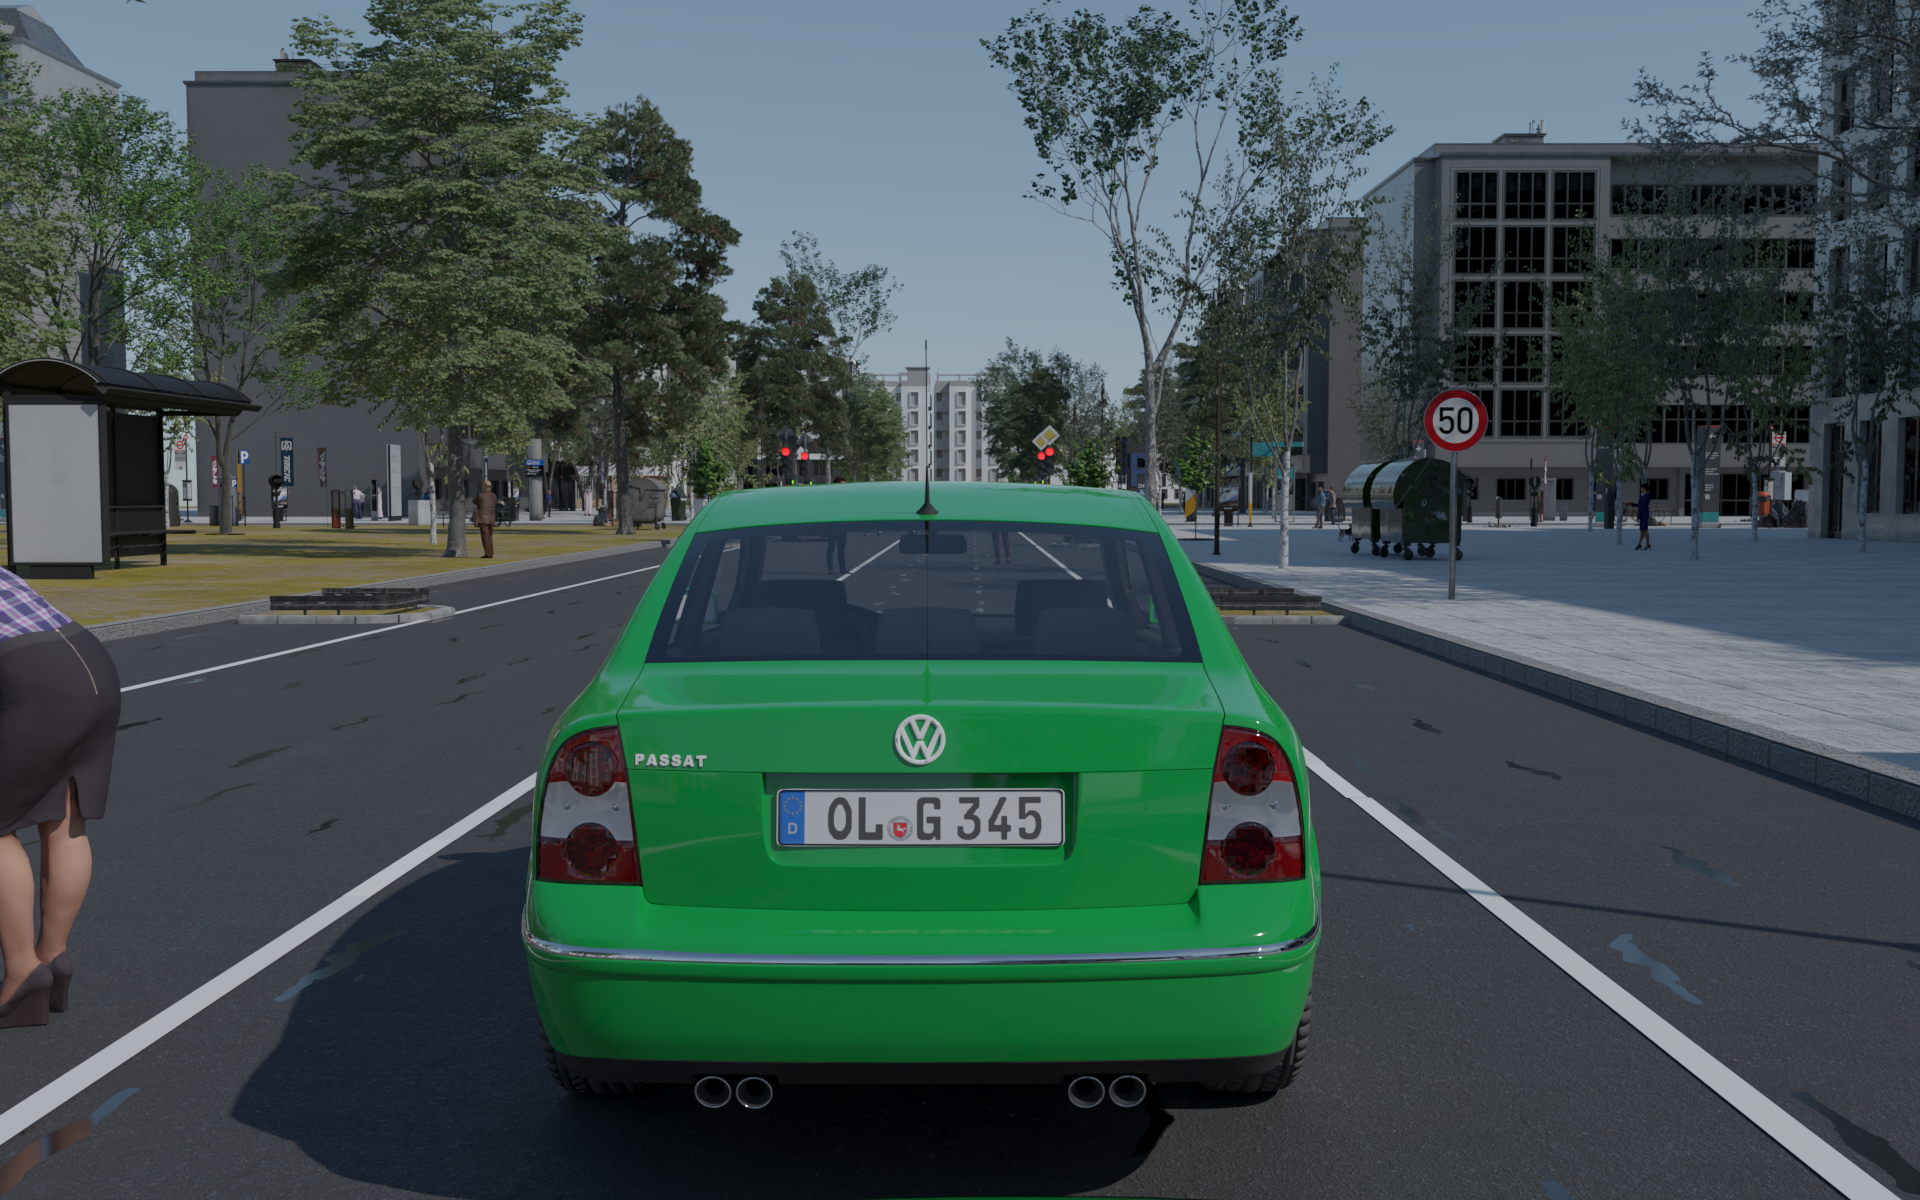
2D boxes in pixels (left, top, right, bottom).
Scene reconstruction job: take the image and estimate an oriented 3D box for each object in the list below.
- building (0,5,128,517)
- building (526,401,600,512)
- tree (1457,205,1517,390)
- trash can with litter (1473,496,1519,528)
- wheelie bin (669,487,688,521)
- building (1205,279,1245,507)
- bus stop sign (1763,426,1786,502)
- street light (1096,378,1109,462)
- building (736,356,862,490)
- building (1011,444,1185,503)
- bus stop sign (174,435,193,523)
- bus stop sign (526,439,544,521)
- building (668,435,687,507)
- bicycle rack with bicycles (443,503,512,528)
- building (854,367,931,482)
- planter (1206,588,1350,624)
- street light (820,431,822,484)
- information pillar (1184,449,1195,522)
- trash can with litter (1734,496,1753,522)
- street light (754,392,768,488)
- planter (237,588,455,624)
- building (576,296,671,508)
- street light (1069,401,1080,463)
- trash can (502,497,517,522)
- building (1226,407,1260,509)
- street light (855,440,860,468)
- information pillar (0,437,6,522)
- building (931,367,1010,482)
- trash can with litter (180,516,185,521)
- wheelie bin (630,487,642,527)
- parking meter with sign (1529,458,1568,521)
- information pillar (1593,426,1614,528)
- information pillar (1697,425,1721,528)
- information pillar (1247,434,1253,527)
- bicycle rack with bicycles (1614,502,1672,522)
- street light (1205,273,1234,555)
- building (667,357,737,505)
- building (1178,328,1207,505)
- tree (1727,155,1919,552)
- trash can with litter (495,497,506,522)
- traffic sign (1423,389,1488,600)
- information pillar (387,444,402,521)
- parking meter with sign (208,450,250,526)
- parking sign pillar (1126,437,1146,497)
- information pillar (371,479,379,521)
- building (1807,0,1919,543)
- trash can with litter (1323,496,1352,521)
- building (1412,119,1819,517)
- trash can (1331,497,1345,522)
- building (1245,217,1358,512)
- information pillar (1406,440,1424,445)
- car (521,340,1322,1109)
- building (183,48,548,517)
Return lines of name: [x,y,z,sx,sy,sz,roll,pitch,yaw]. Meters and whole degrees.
building: [-66.603,-19.845,101.965,29.804,29.767,11.434,0,4,0]
building: [-35.897,-16.031,129.560,16.820,18.784,16.811,0,4,0]
tree: [11.009,-5.596,41.859,4.360,8.622,3.978,0,3,0]
trash can with litter: [20.605,-3.396,66.576,1.678,1.210,2.233,1,4,16]
wheelie bin: [-13.512,-4.588,82.925,0.693,1.594,0.980,2,4,23]
building: [39.384,-20.621,181.130,27.936,21.610,32.646,0,4,0]
bus stop sign: [31.836,-4.831,67.698,0.855,3.939,0.416,0,4,-8]
street light: [5.658,-5.877,68.876,0.468,5.910,1.993,0,4,0]
building: [-32.084,-26.035,269.650,32.646,21.610,27.936,0,4,0]
building: [21.633,-19.476,260.586,28.070,9.664,9.099,0,4,0]
bus stop sign: [-34.829,-5.439,77.626,0.416,3.939,0.855,1,4,23]
bus stop sign: [-20.355,-5.748,83.003,0.837,3.901,0.837,-1,4,-13]
building: [-32.740,-14.511,179.403,9.099,9.664,28.070,0,4,0]
bicycle rack with bicycles: [-18.593,-3.302,67.372,2.852,0.926,2.925,2,4,33]
building: [-10.108,-24.888,263.330,11.380,20.091,16.016,0,4,0]
planter: [3.323,0.067,20.043,1.991,0.319,1.994,0,4,0]
street light: [-8.884,-8.470,111.274,0.468,5.910,1.993,0,4,0]
information pillar: [10.550,-5.380,79.323,0.504,3.616,0.183,2,4,25]
trash can with litter: [37.036,-4.270,80.864,1.678,1.210,2.233,1,4,15]
street light: [-9.014,-6.481,78.760,0.468,5.910,1.993,0,4,0]
planter: [-6.993,0.064,20.096,1.991,0.319,1.994,0,4,0]
building: [-35.245,-18.532,159.410,16.016,20.091,11.380,0,4,0]
street light: [5.716,-6.959,86.563,0.468,5.910,1.993,0,4,0]
trash can: [-21.007,-4.224,80.708,0.748,1.137,0.748,0,3,0]
building: [32.751,-18.488,158.704,16.016,20.091,11.380,0,4,0]
street light: [-8.581,-10.485,144.219,0.468,5.910,1.993,0,4,0]
information pillar: [-43.355,-5.486,79.073,0.750,3.857,0.750,1,4,22]
building: [1.798,-24.880,263.211,11.380,20.091,16.016,0,4,0]
trash can with litter: [-38.271,-4.417,83.275,2.233,1.210,1.678,-3,4,-36]
wheelie bin: [-12.804,-3.656,67.680,0.980,1.594,0.693,2,4,32]
parking meter with sign: [28.269,-5.315,83.164,1.738,3.016,0.543,1,4,17]
information pillar: [24.720,-4.712,66.426,0.750,3.857,0.750,1,4,20]
information pillar: [28.260,-4.652,65.437,0.750,3.857,0.750,0,4,-3]
information pillar: [11.310,-4.653,67.433,0.183,3.616,0.504,0,4,3]
bicycle rack with bicycles: [30.913,-4.016,79.039,2.925,0.926,2.852,-2,4,-29]
street light: [5.415,-3.888,36.362,0.468,5.910,1.993,0,4,0]
building: [-43.138,-20.610,203.435,31.486,18.905,16.747,0,4,0]
building: [33.792,-21.220,203.361,16.016,20.091,11.380,0,4,0]
tree: [20.316,-5.384,38.383,4.360,8.622,3.978,0,3,0]
trash can with litter: [-21.223,-4.128,78.885,1.055,1.170,0.624,0,4,-1]
traffic sign: [5.993,-1.280,21.028,0.768,2.556,0.104,0,4,3]
information pillar: [-26.982,-5.584,82.609,0.184,3.620,1.656,0,4,-2]
parking meter with sign: [-29.322,-4.472,69.373,1.738,3.016,0.543,1,4,20]
parking sign pillar: [8.522,-5.699,81.648,1.447,3.967,1.447,-1,4,-13]
information pillar: [-28.199,-4.827,83.419,0.304,2.012,0.304,-1,4,-12]
building: [30.098,-11.451,41.969,10.420,20.320,16.860,0,4,0]
trash can with litter: [17.909,-4.382,82.704,2.233,1.210,1.678,-3,5,-41]
building: [40.506,-17.382,103.260,30.058,24.678,14.314,0,4,0]
trash can: [17.109,-4.079,78.345,0.748,1.137,0.748,0,3,0]
building: [31.820,-19.498,137.864,14.314,24.678,30.058,0,4,0]
information pillar: [22.012,-5.783,83.935,0.750,3.857,0.750,-1,4,-19]
car: [-0.090,0.201,5.516,1.959,1.807,4.718,0,4,0]
building: [-35.603,-19.233,107.966,14.314,27.812,24.014,0,4,0]
